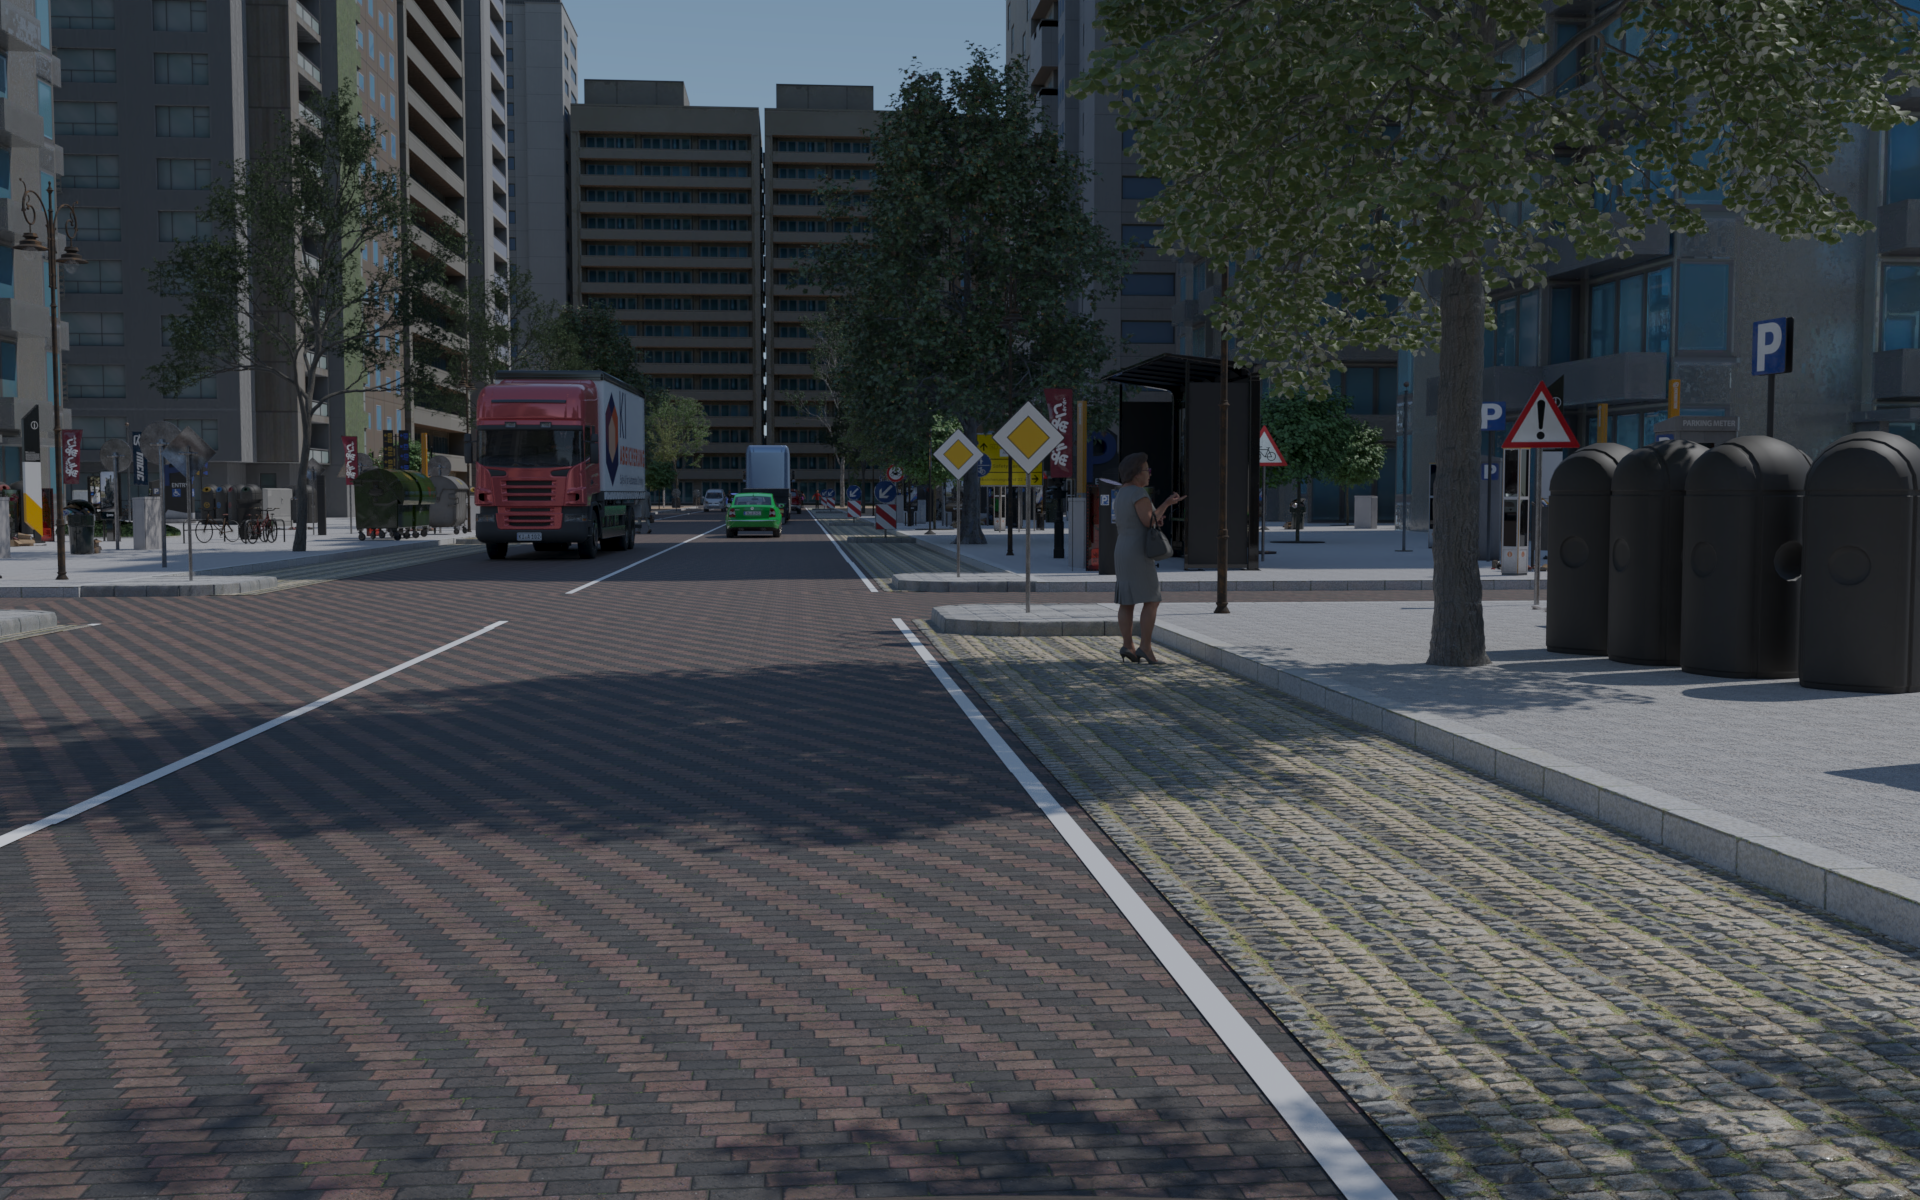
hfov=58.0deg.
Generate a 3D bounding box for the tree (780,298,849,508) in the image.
[{"bbox_3d":[-10.786,-18.947,165.665,12.611,20.169,13.585,0,3,0],"label":"tree"}]

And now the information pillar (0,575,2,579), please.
[{"bbox_3d":[-14.739,-2.138,26.305,0.183,3.616,0.504,-2,4,-34],"label":"information pillar"}]

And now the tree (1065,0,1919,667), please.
[{"bbox_3d":[3.867,-5.758,12.267,7.486,12.596,7.792,0,3,0],"label":"tree"}]

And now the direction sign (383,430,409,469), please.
[{"bbox_3d":[-19.917,-4.235,61.238,0.876,3.537,0.379,-2,4,-26],"label":"direction sign"}]

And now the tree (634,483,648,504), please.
[{"bbox_3d":[-23.269,-7.949,124.575,1.663,3.219,1.824,0,3,0],"label":"tree"}]

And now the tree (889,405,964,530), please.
[{"bbox_3d":[-0.863,-4.792,62.058,4.285,4.588,4.351,0,3,0],"label":"tree"}]

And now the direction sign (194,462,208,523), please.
[{"bbox_3d":[-34.069,-5.246,77.773,0.379,3.537,0.876,1,4,16],"label":"direction sign"}]

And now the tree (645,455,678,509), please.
[{"bbox_3d":[-25.205,-9.860,144.930,4.285,4.588,4.351,0,3,0],"label":"tree"}]

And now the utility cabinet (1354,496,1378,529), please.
[{"bbox_3d":[15.045,-3.243,64.184,0.306,1.237,1.020,-2,4,-24],"label":"utility cabinet"}]

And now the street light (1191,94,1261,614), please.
[{"bbox_3d":[2.819,-2.794,18.464,0.468,5.910,1.993,0,4,-5],"label":"street light"}]

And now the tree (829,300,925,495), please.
[{"bbox_3d":[-2.837,-10.346,87.284,7.486,12.596,7.792,0,3,0],"label":"tree"}]

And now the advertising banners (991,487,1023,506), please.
[{"bbox_3d":[2.161,-5.206,81.298,2.074,3.025,0.090,2,4,28],"label":"advertising banners"}]

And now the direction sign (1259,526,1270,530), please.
[{"bbox_3d":[10.886,-4.273,61.869,0.876,3.537,0.379,0,4,7],"label":"direction sign"}]

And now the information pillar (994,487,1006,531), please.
[{"bbox_3d":[1.377,-3.400,60.075,0.304,2.012,0.304,2,4,34],"label":"information pillar"}]

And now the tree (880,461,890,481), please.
[{"bbox_3d":[-3.939,-8.858,95.182,4.360,8.622,3.978,0,3,0],"label":"tree"}]

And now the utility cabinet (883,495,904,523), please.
[{"bbox_3d":[-2.879,-4.029,77.038,1.020,1.237,0.306,1,4,9],"label":"utility cabinet"}]

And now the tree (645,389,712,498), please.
[{"bbox_3d":[-28.103,-15.007,171.116,9.928,11.665,9.643,0,3,0],"label":"tree"}]

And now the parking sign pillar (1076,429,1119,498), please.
[{"bbox_3d":[4.263,-3.968,53.341,1.447,3.967,1.447,-1,4,-16],"label":"parking sign pillar"}]

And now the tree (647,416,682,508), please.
[{"bbox_3d":[-27.752,-12.874,160.856,4.737,8.622,4.395,0,3,0],"label":"tree"}]

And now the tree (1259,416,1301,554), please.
[{"bbox_3d":[6.202,-2.600,37.108,1.663,3.219,1.824,0,3,0],"label":"tree"}]

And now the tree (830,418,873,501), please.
[{"bbox_3d":[-8.891,-11.818,143.593,4.737,8.622,4.395,0,3,0],"label":"tree"}]

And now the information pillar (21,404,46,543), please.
[{"bbox_3d":[-24.070,-3.277,44.940,0.183,3.616,0.504,1,4,22],"label":"information pillar"}]

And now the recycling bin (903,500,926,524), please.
[{"bbox_3d":[-1.960,-3.811,74.868,0.722,1.027,0.722,-3,5,-44],"label":"recycling bin"}]

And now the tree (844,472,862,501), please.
[{"bbox_3d":[-9.177,-9.357,147.587,1.663,3.219,1.824,0,3,0],"label":"tree"}]

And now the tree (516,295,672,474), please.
[{"bbox_3d":[-21.375,-11.203,100.177,9.611,12.733,9.660,0,3,0],"label":"tree"}]

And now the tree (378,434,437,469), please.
[{"bbox_3d":[-28.834,-6.505,90.073,4.285,4.588,4.351,0,3,0],"label":"tree"}]

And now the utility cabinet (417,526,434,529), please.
[{"bbox_3d":[-19.299,-3.108,61.983,1.020,1.237,0.306,0,4,-2],"label":"utility cabinet"}]

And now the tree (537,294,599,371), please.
[{"bbox_3d":[-17.625,-8.143,67.558,8.767,10.594,7.601,2,4,25],"label":"tree"}]

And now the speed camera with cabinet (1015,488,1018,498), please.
[{"bbox_3d":[3.860,-6.087,93.864,2.038,3.252,0.660,3,5,43],"label":"speed camera with cabinet"}]

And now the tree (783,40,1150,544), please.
[{"bbox_3d":[0.267,-7.789,44.350,9.611,12.733,9.660,0,3,0],"label":"tree"}]

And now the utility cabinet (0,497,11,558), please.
[{"bbox_3d":[-19.283,-1.417,34.324,0.306,1.237,1.020,0,4,5],"label":"utility cabinet"}]

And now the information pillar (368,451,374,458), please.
[{"bbox_3d":[-32.125,-6.297,94.303,0.504,3.616,0.183,-1,4,-10],"label":"information pillar"}]

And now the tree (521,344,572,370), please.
[{"bbox_3d":[-19.341,-8.171,83.962,4.360,8.622,3.978,0,3,0],"label":"tree"}]

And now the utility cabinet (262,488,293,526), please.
[{"bbox_3d":[-26.924,-3.651,68.378,0.318,1.500,1.173,2,4,29],"label":"utility cabinet"}]

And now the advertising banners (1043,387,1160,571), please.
[{"bbox_3d":[2.354,-1.994,28.789,2.074,3.025,0.090,-1,4,-18],"label":"advertising banners"}]

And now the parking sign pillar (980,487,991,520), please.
[{"bbox_3d":[0.665,-5.235,74.067,1.447,3.967,1.447,1,4,21],"label":"parking sign pillar"}]

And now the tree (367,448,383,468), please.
[{"bbox_3d":[-24.693,-4.790,72.910,1.663,3.219,1.824,0,3,0],"label":"tree"}]

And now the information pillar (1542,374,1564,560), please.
[{"bbox_3d":[11.545,-2.601,33.883,0.504,3.616,0.183,1,4,12],"label":"information pillar"}]

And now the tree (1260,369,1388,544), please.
[{"bbox_3d":[8.813,-3.776,45.456,4.285,4.588,4.351,0,3,0],"label":"tree"}]

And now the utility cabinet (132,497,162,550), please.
[{"bbox_3d":[-18.851,-1.773,40.157,0.306,1.237,1.020,0,4,-5],"label":"utility cabinet"}]

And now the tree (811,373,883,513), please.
[{"bbox_3d":[-6.182,-11.038,114.881,8.767,10.594,7.601,3,5,39],"label":"tree"}]

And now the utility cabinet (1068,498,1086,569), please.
[{"bbox_3d":[2.168,-1.169,30.281,0.306,1.237,1.020,-1,4,-12],"label":"utility cabinet"}]

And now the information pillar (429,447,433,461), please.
[{"bbox_3d":[-26.342,-5.807,86.305,0.183,3.616,0.504,-2,4,-26],"label":"information pillar"}]

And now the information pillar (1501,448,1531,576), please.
[{"bbox_3d":[8.756,-1.395,27.297,0.304,2.012,0.304,-3,5,-41],"label":"information pillar"}]

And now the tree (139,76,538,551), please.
[{"bbox_3d":[-14.439,-6.360,38.398,7.601,10.594,8.767,0,4,2],"label":"tree"}]

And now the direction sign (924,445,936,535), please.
[{"bbox_3d":[-0.951,-3.843,54.832,0.379,3.537,0.876,0,4,3],"label":"direction sign"}]

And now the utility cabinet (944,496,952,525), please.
[{"bbox_3d":[-0.510,-3.671,71.190,0.306,1.237,1.020,0,4,-5],"label":"utility cabinet"}]

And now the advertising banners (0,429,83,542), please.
[{"bbox_3d":[-24.592,-3.070,46.380,2.074,3.025,0.090,-1,4,-20],"label":"advertising banners"}]

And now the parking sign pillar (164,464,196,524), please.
[{"bbox_3d":[-34.264,-5.341,75.800,1.447,3.967,1.447,-1,4,-11],"label":"parking sign pillar"}]

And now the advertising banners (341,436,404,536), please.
[{"bbox_3d":[-17.792,-3.449,52.583,0.090,3.025,2.074,3,5,42],"label":"advertising banners"}]

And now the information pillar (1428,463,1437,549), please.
[{"bbox_3d":[11.231,-2.216,40.718,0.304,2.012,0.304,-3,4,-39],"label":"information pillar"}]

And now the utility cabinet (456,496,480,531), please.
[{"bbox_3d":[-17.404,-3.065,61.268,0.306,1.237,1.020,2,4,35],"label":"utility cabinet"}]

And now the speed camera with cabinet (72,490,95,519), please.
[{"bbox_3d":[-38.237,-4.903,74.507,2.038,3.252,0.660,-2,4,-28],"label":"speed camera with cabinet"}]

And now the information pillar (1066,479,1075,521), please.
[{"bbox_3d":[5.326,-4.816,83.241,0.304,2.012,0.304,3,5,42],"label":"information pillar"}]
